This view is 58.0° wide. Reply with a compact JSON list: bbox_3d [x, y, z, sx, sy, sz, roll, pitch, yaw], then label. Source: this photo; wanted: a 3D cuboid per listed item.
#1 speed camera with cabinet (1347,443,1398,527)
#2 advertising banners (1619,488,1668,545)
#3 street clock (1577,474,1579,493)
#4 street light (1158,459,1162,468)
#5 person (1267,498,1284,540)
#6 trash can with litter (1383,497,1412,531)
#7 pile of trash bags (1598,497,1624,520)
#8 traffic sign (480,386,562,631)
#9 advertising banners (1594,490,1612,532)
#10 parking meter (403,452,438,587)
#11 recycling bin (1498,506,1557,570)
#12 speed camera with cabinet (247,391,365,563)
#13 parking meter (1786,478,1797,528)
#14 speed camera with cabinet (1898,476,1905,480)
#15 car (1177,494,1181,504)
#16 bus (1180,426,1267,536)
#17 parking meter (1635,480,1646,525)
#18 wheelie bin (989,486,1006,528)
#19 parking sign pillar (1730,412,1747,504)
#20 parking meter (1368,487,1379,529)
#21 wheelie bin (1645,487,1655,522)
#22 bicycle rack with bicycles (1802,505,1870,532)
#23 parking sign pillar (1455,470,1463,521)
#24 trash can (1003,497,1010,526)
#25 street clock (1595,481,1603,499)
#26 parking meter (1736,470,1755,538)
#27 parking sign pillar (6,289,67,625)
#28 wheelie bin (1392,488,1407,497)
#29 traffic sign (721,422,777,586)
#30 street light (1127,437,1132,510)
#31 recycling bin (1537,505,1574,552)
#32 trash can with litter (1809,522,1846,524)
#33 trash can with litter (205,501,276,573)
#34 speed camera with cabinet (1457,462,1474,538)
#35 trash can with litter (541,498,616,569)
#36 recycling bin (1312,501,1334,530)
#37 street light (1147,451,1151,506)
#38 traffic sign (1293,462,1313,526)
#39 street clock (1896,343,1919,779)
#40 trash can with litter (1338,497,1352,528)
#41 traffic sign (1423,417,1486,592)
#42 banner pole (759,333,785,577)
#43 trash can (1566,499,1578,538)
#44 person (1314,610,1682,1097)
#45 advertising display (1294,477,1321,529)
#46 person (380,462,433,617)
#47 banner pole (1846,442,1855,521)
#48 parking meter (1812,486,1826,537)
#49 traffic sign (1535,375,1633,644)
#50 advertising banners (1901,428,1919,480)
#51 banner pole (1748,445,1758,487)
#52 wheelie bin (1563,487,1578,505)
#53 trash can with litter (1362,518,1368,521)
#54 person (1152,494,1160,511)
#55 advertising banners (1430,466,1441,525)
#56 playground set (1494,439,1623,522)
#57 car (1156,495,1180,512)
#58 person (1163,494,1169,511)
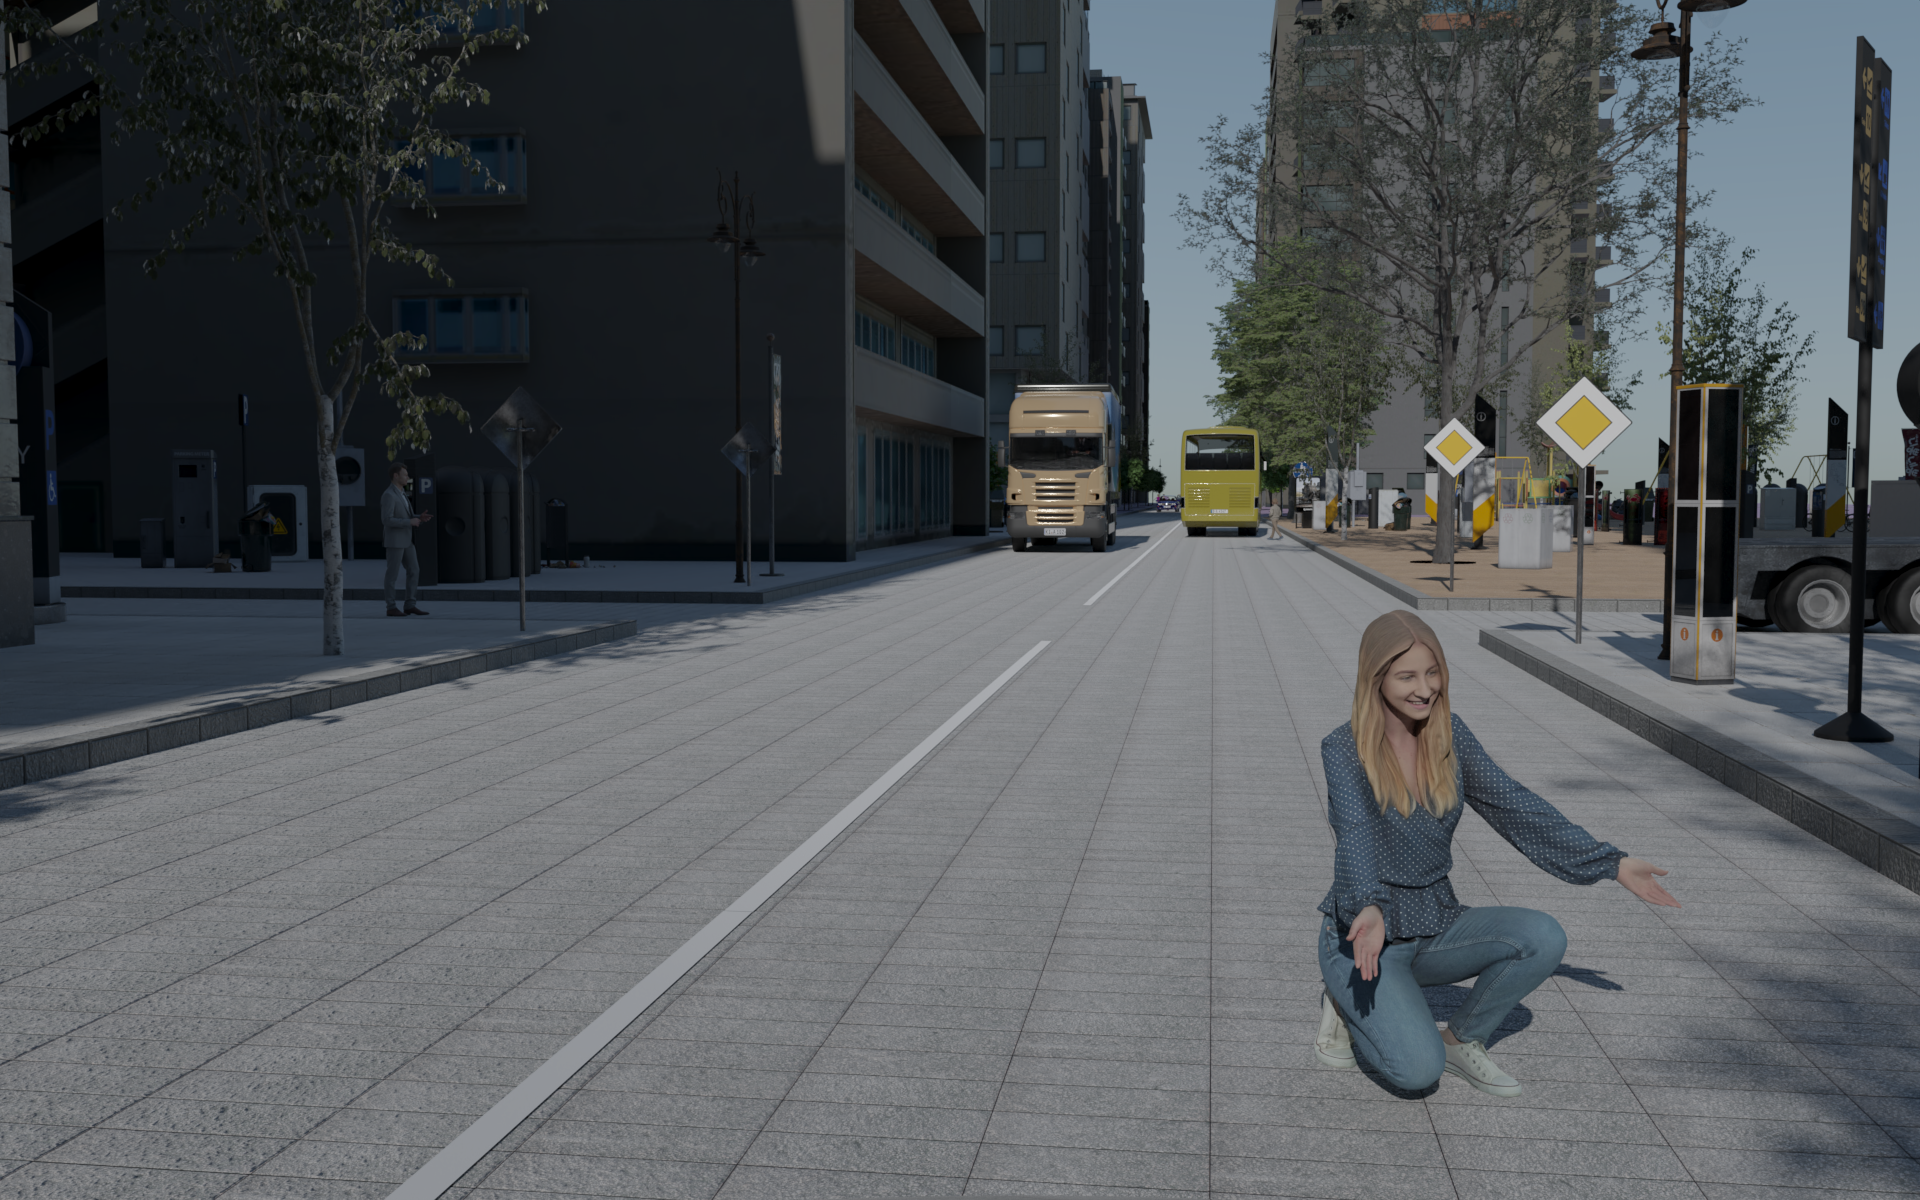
[{"bbox_3d":[16.063,-4.483,67.635,2.038,3.252,0.660,-1,4,-14],"label":"speed camera with cabinet"},{"bbox_3d":[17.587,-2.878,43.247,2.074,3.025,0.090,1,4,11],"label":"advertising banners"},{"bbox_3d":[22.133,-3.491,61.652,0.358,2.002,0.471,0,4,4],"label":"street clock"},{"bbox_3d":[25.900,-15.377,224.207,0.468,5.910,1.993,1,4,8],"label":"street light"},{"bbox_3d":[9.750,-2.500,53.647,0.640,1.303,0.475,3,5,39],"label":"person"},{"bbox_3d":[15.169,-2.997,60.383,0.624,1.170,1.055,-2,4,-26],"label":"trash can with litter"},{"bbox_3d":[32.017,-4.738,87.222,3.447,1.369,1.912,1,4,18],"label":"pile of trash bags"},{"bbox_3d":[-4.095,-0.766,16.168,0.795,2.450,0.064,1,4,8],"label":"traffic sign"},{"bbox_3d":[21.881,-3.885,59.710,0.090,3.025,2.074,-1,4,-11],"label":"advertising banners"},{"bbox_3d":[-7.521,-1.126,24.129,0.255,1.863,0.399,3,4,37],"label":"parking meter"},{"bbox_3d":[9.751,-1.058,29.846,0.722,1.027,0.722,3,4,38],"label":"recycling bin"},{"bbox_3d":[-12.361,-2.348,32.727,2.038,3.252,0.660,-2,4,-32],"label":"speed camera with cabinet"},{"bbox_3d":[30.172,-3.498,62.897,0.255,1.863,0.399,0,4,3],"label":"parking meter"},{"bbox_3d":[47.745,-5.666,86.973,2.038,3.252,0.660,-3,5,-43],"label":"speed camera with cabinet"},{"bbox_3d":[27.681,-12.553,215.469,2.015,1.641,3.980,0,4,8],"label":"car"},{"bbox_3d":[9.469,-4.303,61.897,2.896,3.916,12.252,1,4,10],"label":"bus"},{"bbox_3d":[28.414,-4.080,72.415,0.399,1.863,0.255,3,5,41],"label":"parking meter"},{"bbox_3d":[1.262,-3.562,66.143,0.980,1.594,0.693,-1,4,-21],"label":"wheelie bin"},{"bbox_3d":[23.513,-3.976,53.473,1.447,3.967,1.447,1,4,11],"label":"parking sign pillar"},{"bbox_3d":[15.268,-3.396,63.941,0.372,1.533,0.369,0,3,0],"label":"parking meter"},{"bbox_3d":[31.701,-4.422,80.206,0.980,1.594,0.693,0,4,-1],"label":"wheelie bin"},{"bbox_3d":[30.363,-2.752,58.378,2.852,0.926,2.925,-1,4,-13],"label":"bicycle rack with bicycles"},{"bbox_3d":[24.308,-5.875,84.531,1.447,3.967,1.447,0,4,-4],"label":"parking sign pillar"},{"bbox_3d":[2.048,-3.486,68.648,0.748,1.137,0.748,0,3,0],"label":"trash can"},{"bbox_3d":[34.340,-5.421,93.209,0.471,2.002,0.358,0,4,1],"label":"street clock"},{"bbox_3d":[18.751,-2.181,41.368,0.399,1.863,0.255,-2,4,-28],"label":"parking meter"},{"bbox_3d":[-9.692,-1.751,17.097,1.447,3.967,1.447,-1,4,-14],"label":"parking sign pillar"},{"bbox_3d":[21.563,-4.730,85.248,0.693,1.594,0.980,-3,5,-45],"label":"wheelie bin"},{"bbox_3d":[-2.939,-1.249,24.069,0.795,2.450,0.064,1,4,8],"label":"traffic sign"},{"bbox_3d":[13.750,-10.279,140.847,0.468,5.910,1.993,1,4,8],"label":"street light"},{"bbox_3d":[13.218,-1.586,38.484,0.722,1.027,0.722,2,4,24],"label":"recycling bin"},{"bbox_3d":[36.700,-3.783,72.910,2.233,1.210,1.678,-1,4,-11],"label":"trash can with litter"},{"bbox_3d":[-11.796,-1.040,28.394,1.055,1.170,0.624,-2,4,-29],"label":"trash can with litter"},{"bbox_3d":[14.772,-3.409,50.077,0.660,3.252,2.038,1,4,11],"label":"speed camera with cabinet"},{"bbox_3d":[-7.251,-1.187,30.464,2.233,1.210,1.678,3,4,38],"label":"trash can with litter"},{"bbox_3d":[13.077,-3.051,62.430,0.722,1.027,0.722,0,4,7],"label":"recycling bin"},{"bbox_3d":[19.929,-12.862,183.075,0.468,5.910,1.993,1,4,8],"label":"street light"},{"bbox_3d":[13.575,-4.189,68.592,0.768,2.556,0.104,1,4,15],"label":"traffic sign"},{"bbox_3d":[4.401,-0.188,7.642,0.471,2.002,0.358,0,4,6],"label":"street clock"},{"bbox_3d":[14.643,-3.347,66.105,0.624,1.170,1.055,1,4,13],"label":"trash can with litter"},{"bbox_3d":[6.453,-1.164,22.679,0.795,2.450,0.064,1,4,8],"label":"traffic sign"},{"bbox_3d":[-2.911,-2.277,27.251,0.401,3.779,0.863,1,4,9],"label":"banner pole"},{"bbox_3d":[18.152,-2.394,50.800,0.748,1.137,0.748,0,3,0],"label":"trash can"},{"bbox_3d":[1.228,0.602,4.163,1.012,1.151,0.738,-1,4,-16],"label":"person"},{"bbox_3d":[12.940,-3.627,64.513,0.974,1.923,0.123,-1,4,-10],"label":"advertising display"},{"bbox_3d":[-6.489,-0.709,20.292,0.583,1.804,0.606,0,4,-2],"label":"person"},{"bbox_3d":[42.771,-5.682,82.923,0.863,3.779,0.401,1,4,23],"label":"banner pole"},{"bbox_3d":[25.656,-2.648,51.703,0.372,1.533,0.369,0,3,0],"label":"parking meter"},{"bbox_3d":[5.296,-0.681,14.778,0.795,2.450,0.064,1,4,8],"label":"traffic sign"},{"bbox_3d":[25.854,-3.016,45.500,2.074,3.025,0.090,2,4,30],"label":"advertising banners"},{"bbox_3d":[35.384,-5.363,77.698,0.401,3.779,0.863,-2,4,-33],"label":"banner pole"},{"bbox_3d":[27.231,-4.225,76.981,0.693,1.594,0.980,-3,4,-38],"label":"wheelie bin"},{"bbox_3d":[20.082,-4.405,83.072,2.233,1.210,1.678,-2,4,-25],"label":"trash can with litter"},{"bbox_3d":[16.703,-8.229,146.265,0.991,1.433,0.599,-1,4,-15],"label":"person"},{"bbox_3d":[19.907,-4.652,72.245,0.090,3.025,2.074,0,4,3],"label":"advertising banners"},{"bbox_3d":[28.167,-5.800,81.602,5.637,4.214,5.302,1,4,12],"label":"playground set"},{"bbox_3d":[16.693,-7.728,138.935,1.945,1.354,3.894,1,4,9],"label":"car"},{"bbox_3d":[17.838,-8.429,149.551,0.697,1.427,0.421,0,4,4],"label":"person"}]
